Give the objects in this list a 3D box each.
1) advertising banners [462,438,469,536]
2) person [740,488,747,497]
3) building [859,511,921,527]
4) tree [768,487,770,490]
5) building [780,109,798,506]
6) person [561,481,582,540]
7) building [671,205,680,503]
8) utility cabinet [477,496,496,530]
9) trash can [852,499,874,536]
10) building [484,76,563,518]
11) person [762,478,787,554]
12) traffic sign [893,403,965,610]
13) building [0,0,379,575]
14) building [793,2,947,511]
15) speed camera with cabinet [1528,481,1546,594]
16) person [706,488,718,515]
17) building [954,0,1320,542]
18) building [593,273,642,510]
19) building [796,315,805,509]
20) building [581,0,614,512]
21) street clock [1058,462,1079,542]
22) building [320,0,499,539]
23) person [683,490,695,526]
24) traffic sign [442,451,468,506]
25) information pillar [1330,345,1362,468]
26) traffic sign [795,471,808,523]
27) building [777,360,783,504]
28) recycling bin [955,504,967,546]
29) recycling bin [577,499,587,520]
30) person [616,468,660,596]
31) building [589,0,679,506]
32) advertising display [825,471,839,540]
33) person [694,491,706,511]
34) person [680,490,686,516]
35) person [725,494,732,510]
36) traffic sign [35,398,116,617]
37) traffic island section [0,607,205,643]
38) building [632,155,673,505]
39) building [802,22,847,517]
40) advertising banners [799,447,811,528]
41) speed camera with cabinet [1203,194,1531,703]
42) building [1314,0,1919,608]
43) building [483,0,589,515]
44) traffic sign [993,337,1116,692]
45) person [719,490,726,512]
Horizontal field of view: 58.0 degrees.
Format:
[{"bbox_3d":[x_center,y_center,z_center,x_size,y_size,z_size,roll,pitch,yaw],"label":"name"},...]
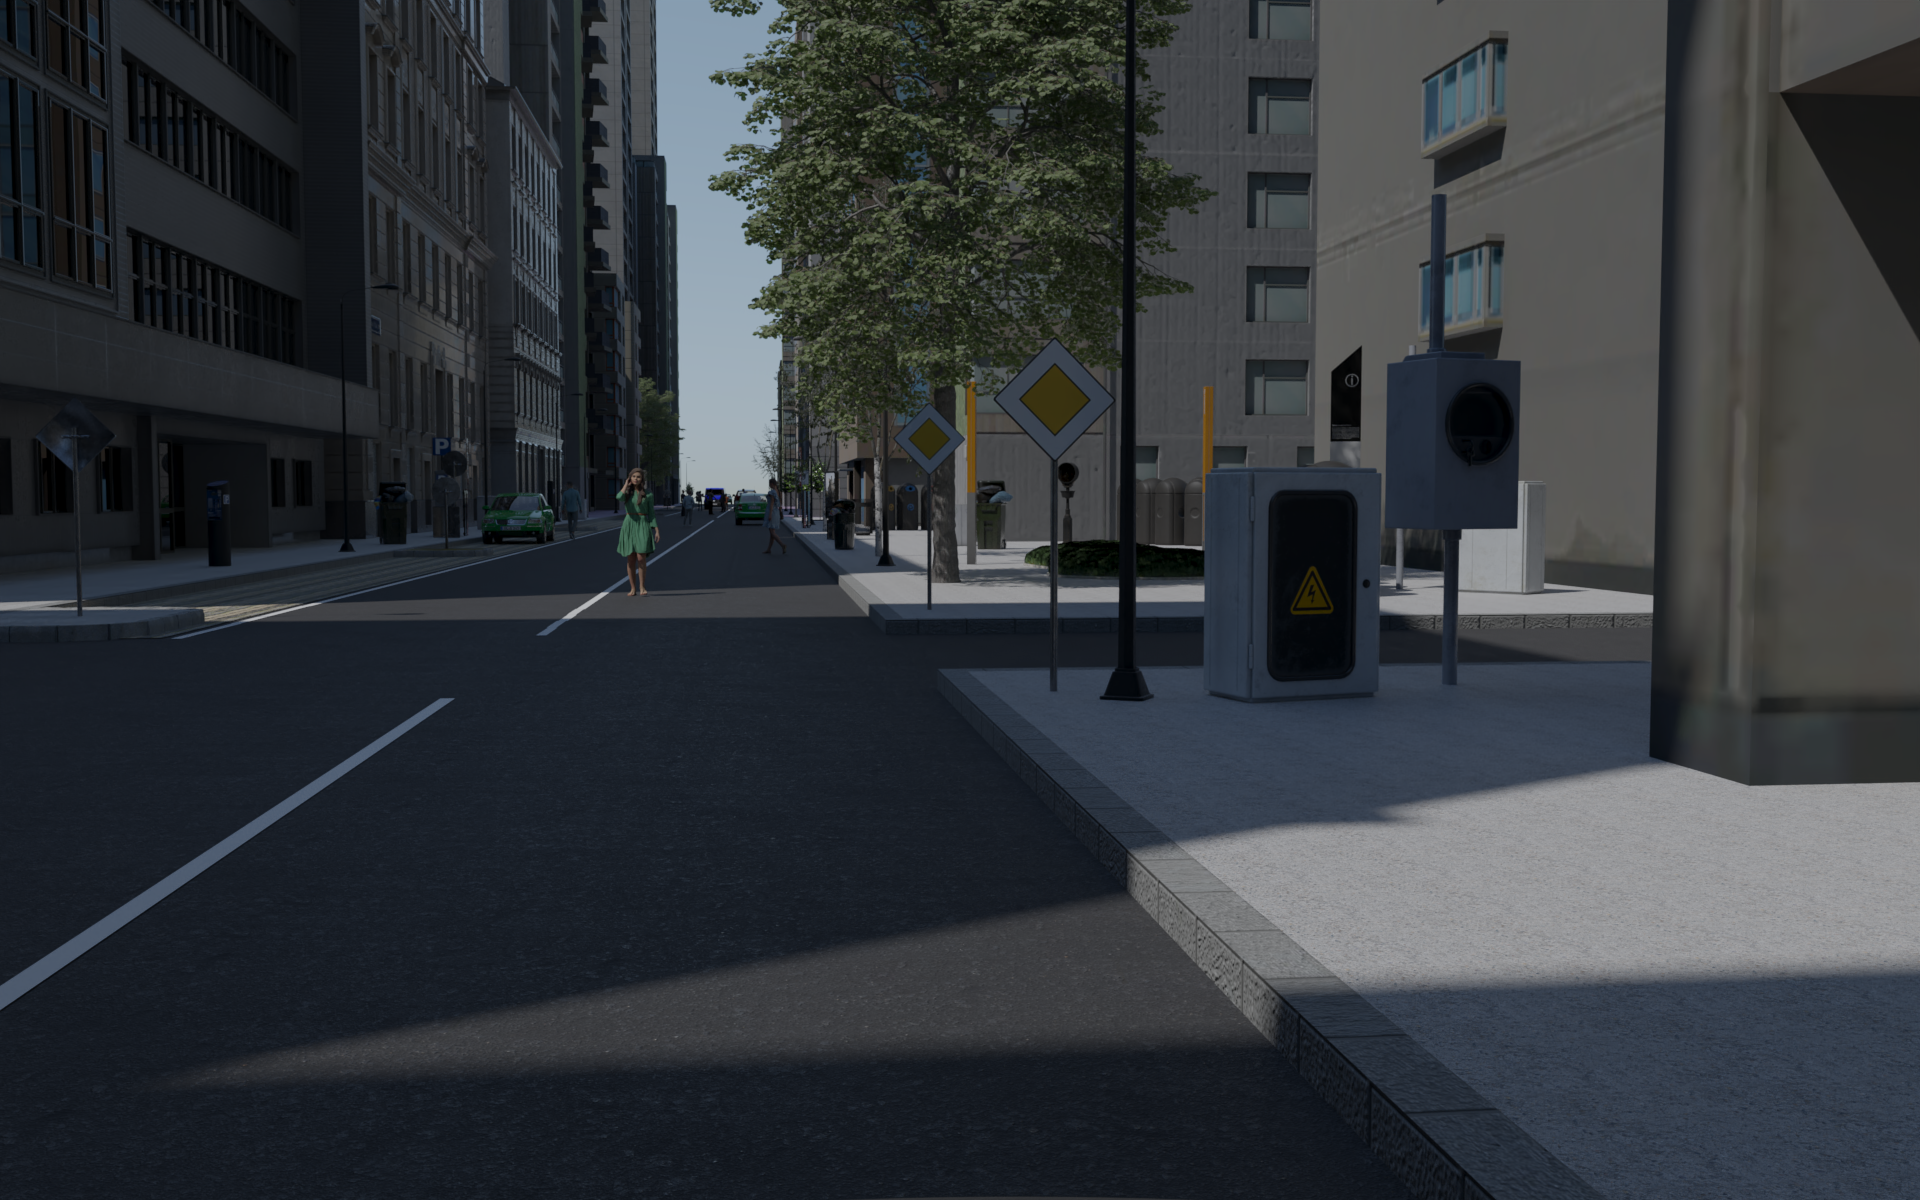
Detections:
[{"bbox_3d":[-15.269,-3.508,53.551,0.090,3.025,2.074,-1,4,-12],"label":"advertising banners"},{"bbox_3d":[-15.902,-7.236,126.680,0.599,1.838,0.709,1,4,15],"label":"person"},{"bbox_3d":[1.982,-25.954,74.456,14.600,45.320,14.200,0,4,-7],"label":"building"},{"bbox_3d":[-21.642,-12.662,201.617,1.663,3.219,1.824,0,3,0],"label":"tree"},{"bbox_3d":[-12.234,-30.786,186.942,14.154,41.232,14.086,0,4,-7],"label":"building"},{"bbox_3d":[-12.326,-2.840,54.796,0.638,1.841,0.748,0,4,7],"label":"person"},{"bbox_3d":[-45.903,-33.862,237.244,14.154,41.232,14.086,0,4,-7],"label":"building"},{"bbox_3d":[-16.898,-3.142,62.531,1.020,1.237,0.306,0,4,5],"label":"utility cabinet"},{"bbox_3d":[-2.993,-2.555,53.433,0.748,1.137,0.748,0,3,0],"label":"trash can"},{"bbox_3d":[-24.738,-14.256,82.236,9.793,20.994,18.267,0,4,-7],"label":"building"},{"bbox_3d":[-4.400,-2.001,41.316,0.778,1.811,0.616,2,4,35],"label":"person"},{"bbox_3d":[-0.341,-0.948,19.135,0.795,2.450,0.064,0,4,-7],"label":"traffic sign"},{"bbox_3d":[-21.241,-13.010,31.781,14.314,24.678,30.058,0,4,-7],"label":"building"},{"bbox_3d":[-8.394,-31.297,161.819,14.600,45.320,14.200,0,4,-7],"label":"building"},{"bbox_3d":[6.645,-1.741,22.800,2.038,3.252,0.660,3,5,45],"label":"speed camera with cabinet"},{"bbox_3d":[-17.379,-6.879,120.975,1.348,1.823,0.705,3,5,44],"label":"person"},{"bbox_3d":[6.422,-22.584,52.851,14.154,41.232,14.086,0,4,-7],"label":"building"},{"bbox_3d":[-42.276,-18.559,148.481,27.650,21.520,28.899,0,4,-7],"label":"building"},{"bbox_3d":[0.815,-18.162,141.980,27.650,21.520,28.899,0,4,-7],"label":"building"},{"bbox_3d":[-35.864,-28.398,118.936,22.147,44.769,28.867,0,4,-7],"label":"building"},{"bbox_3d":[2.469,-2.149,39.705,0.471,2.002,0.358,1,4,23],"label":"street clock"},{"bbox_3d":[-23.890,-16.049,59.657,12.463,27.353,25.104,0,4,-7],"label":"building"},{"bbox_3d":[-12.000,-4.059,76.679,0.589,1.601,0.330,1,4,12],"label":"person"},{"bbox_3d":[-14.859,-3.108,50.929,0.768,2.556,0.104,0,4,1],"label":"traffic sign"},{"bbox_3d":[6.099,-2.202,27.353,0.504,3.616,0.183,1,4,13],"label":"information pillar"},{"bbox_3d":[-6.949,-4.530,76.187,0.606,2.300,0.079,0,4,2],"label":"traffic sign"},{"bbox_3d":[-11.091,-24.099,239.065,27.650,21.520,28.899,0,4,-7],"label":"building"},{"bbox_3d":[-0.044,-1.855,42.887,0.722,1.027,0.722,-1,4,-13],"label":"recycling bin"},{"bbox_3d":[-19.140,-4.552,86.980,0.722,1.027,0.722,0,4,-6],"label":"recycling bin"},{"bbox_3d":[-4.523,-0.952,24.309,0.600,1.795,0.529,-1,4,-15],"label":"person"},{"bbox_3d":[-46.383,-47.719,218.450,20.563,71.187,20.611,0,4,-7],"label":"building"},{"bbox_3d":[-3.591,-2.652,48.575,0.123,1.923,0.974,-1,4,-20],"label":"advertising display"},{"bbox_3d":[-22.150,-8.465,147.610,1.217,1.736,0.721,-1,4,-13],"label":"person"},{"bbox_3d":[-17.711,-6.275,111.907,0.742,1.727,0.445,0,4,7],"label":"person"},{"bbox_3d":[-20.741,-8.685,153.763,1.065,1.426,0.557,0,4,1],"label":"person"},{"bbox_3d":[-9.225,-0.884,18.098,0.795,2.450,0.064,0,4,-7],"label":"traffic sign"},{"bbox_3d":[-9.247,0.252,18.157,2.009,0.180,2.903,0,4,-7],"label":"traffic island section"},{"bbox_3d":[-41.542,-31.737,202.502,14.154,41.232,14.086,0,4,-7],"label":"building"},{"bbox_3d":[0.480,-34.764,110.395,21.231,58.520,28.212,0,4,-7],"label":"building"},{"bbox_3d":[-5.844,-4.211,65.043,0.090,3.025,2.074,0,4,7],"label":"advertising banners"},{"bbox_3d":[2.598,-1.026,11.114,2.038,3.252,0.660,-1,4,-22],"label":"speed camera with cabinet"},{"bbox_3d":[18.109,-24.887,30.606,21.600,48.544,21.300,0,4,-7],"label":"building"},{"bbox_3d":[-29.066,-25.346,98.009,14.154,41.232,14.086,0,4,-7],"label":"building"},{"bbox_3d":[0.606,-0.463,11.206,0.795,2.450,0.064,0,4,-7],"label":"traffic sign"},{"bbox_3d":[-18.690,-7.785,136.344,0.434,1.755,0.990,-2,4,-35],"label":"person"}]
